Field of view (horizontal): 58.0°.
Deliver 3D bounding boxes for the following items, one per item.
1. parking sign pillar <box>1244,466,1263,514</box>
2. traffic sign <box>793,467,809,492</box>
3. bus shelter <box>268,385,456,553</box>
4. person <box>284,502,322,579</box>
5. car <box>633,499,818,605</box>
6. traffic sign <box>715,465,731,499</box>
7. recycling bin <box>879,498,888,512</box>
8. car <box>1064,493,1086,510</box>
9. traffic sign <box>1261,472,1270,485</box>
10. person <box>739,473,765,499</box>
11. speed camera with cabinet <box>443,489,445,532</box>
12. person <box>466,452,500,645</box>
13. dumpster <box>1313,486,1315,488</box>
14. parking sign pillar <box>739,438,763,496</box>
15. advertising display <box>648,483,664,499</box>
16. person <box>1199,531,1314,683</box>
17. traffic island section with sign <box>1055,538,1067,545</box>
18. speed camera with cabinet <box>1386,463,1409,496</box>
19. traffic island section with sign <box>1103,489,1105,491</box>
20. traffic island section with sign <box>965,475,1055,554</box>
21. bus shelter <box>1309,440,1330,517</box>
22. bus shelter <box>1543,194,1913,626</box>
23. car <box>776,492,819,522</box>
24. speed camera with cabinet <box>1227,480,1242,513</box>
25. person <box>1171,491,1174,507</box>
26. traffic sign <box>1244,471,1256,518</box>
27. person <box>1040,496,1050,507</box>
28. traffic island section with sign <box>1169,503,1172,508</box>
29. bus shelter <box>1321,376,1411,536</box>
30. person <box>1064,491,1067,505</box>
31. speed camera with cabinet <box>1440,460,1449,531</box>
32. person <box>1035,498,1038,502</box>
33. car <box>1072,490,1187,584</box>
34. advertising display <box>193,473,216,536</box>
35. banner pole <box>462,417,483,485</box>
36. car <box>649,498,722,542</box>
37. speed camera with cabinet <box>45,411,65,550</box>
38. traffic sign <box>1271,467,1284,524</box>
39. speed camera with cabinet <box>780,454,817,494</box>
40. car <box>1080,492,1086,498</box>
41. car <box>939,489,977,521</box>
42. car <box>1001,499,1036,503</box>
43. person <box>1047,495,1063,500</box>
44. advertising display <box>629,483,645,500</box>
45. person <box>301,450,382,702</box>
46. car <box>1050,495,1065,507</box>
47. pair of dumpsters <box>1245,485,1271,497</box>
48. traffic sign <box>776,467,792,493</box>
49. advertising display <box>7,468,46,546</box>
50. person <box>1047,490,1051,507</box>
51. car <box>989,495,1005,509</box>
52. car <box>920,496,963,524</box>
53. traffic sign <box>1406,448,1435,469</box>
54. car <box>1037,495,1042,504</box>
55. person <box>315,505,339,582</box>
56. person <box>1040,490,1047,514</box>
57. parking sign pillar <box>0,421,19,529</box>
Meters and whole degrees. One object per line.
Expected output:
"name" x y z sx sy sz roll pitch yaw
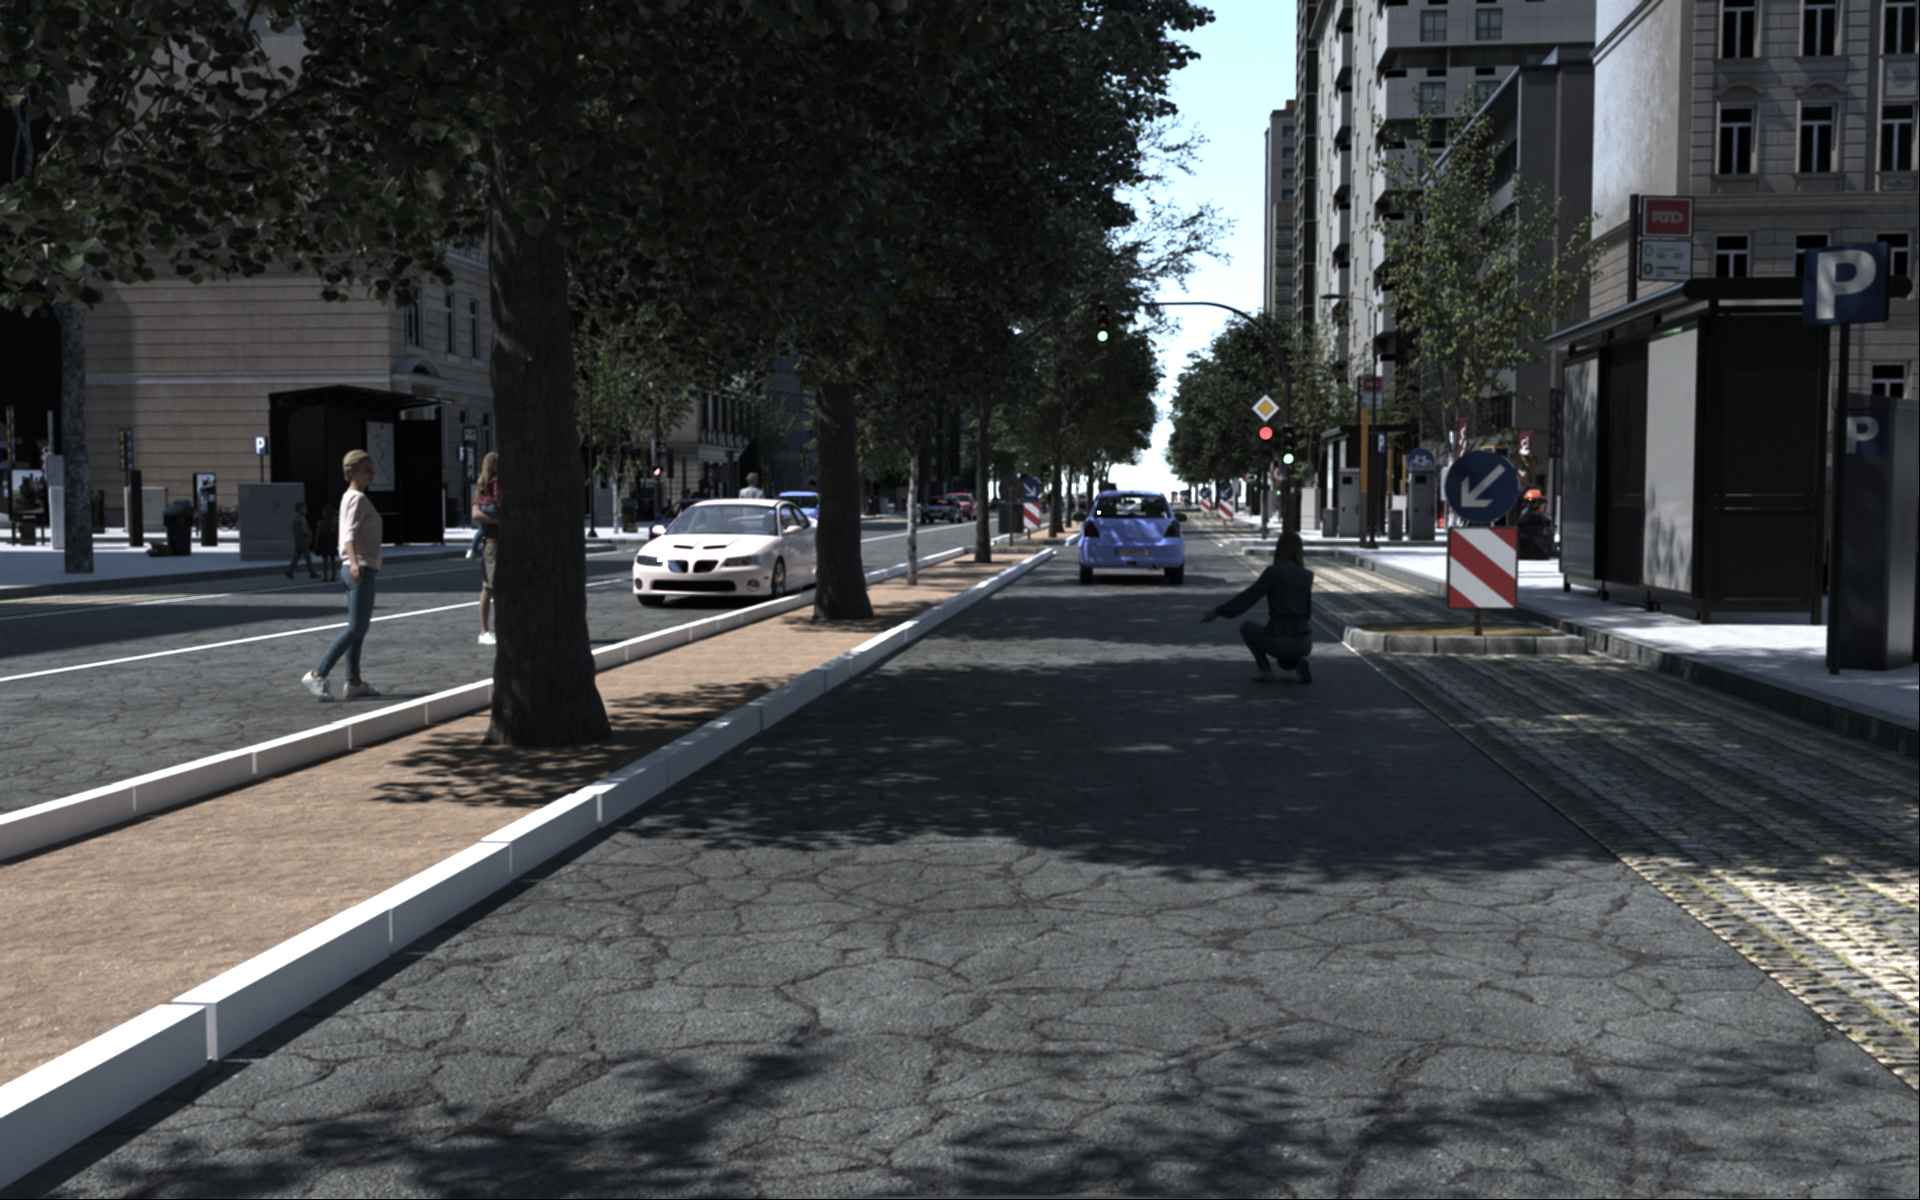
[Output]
"parking sign pillar" 19.446 -7.684 114.100 1.447 3.967 1.447 -2 4 -34
"traffic sign" -7.403 -4.924 80.615 0.768 2.556 0.104 0 4 8
"bus shelter" -13.803 -3.007 40.447 1.731 3.624 6.357 0 4 7
"person" -11.123 -1.007 29.235 0.475 1.303 0.640 2 4 35
"car" -3.054 -0.700 23.802 2.083 1.381 4.827 0 4 7
"traffic sign" -10.503 -4.677 76.582 0.768 2.556 0.104 1 4 14
"recycling bin" -5.544 -6.713 122.316 0.722 1.027 0.722 3 5 43
"car" 10.295 -8.797 152.871 2.155 1.783 4.494 0 4 4
"traffic sign" 14.087 -4.778 80.253 0.606 2.300 0.079 1 4 11
"person" -3.930 -1.507 33.013 0.514 1.842 0.818 -2 4 -24
"speed camera with cabinet" -17.883 -3.836 57.052 0.660 3.252 2.038 2 4 24
"person" -4.426 -0.495 16.568 0.573 1.828 0.580 -1 4 -11
"dumpster" 17.808 -4.959 83.575 1.502 2.255 1.985 0 4 6
"parking sign pillar" -10.072 -5.804 83.366 1.447 3.967 1.447 3 5 44
"advertising display" -17.876 -5.912 101.870 0.974 1.923 0.123 -1 4 -11
"person" 2.359 0.041 13.322 1.012 1.151 0.738 -1 4 -11
"traffic island section with sign" 2.018 -2.517 49.286 2.006 1.907 1.989 0 4 6
"speed camera with cabinet" 26.473 -6.799 105.495 2.038 3.252 0.660 1 4 12
"traffic island section with sign" 10.348 -7.084 123.963 2.006 1.907 1.989 0 4 6
"traffic island section with sign" 1.186 -2.067 41.925 2.006 1.907 1.989 0 4 6
"bus shelter" 16.571 -5.243 77.006 1.731 3.624 6.357 0 4 6
"bus shelter" 8.533 -2.652 20.996 2.179 5.291 8.768 0 4 6
"car" -5.264 -2.845 56.099 1.945 1.707 3.694 0 4 5
"speed camera with cabinet" 18.522 -7.494 116.866 0.660 3.252 2.038 1 4 21
"person" 22.966 -10.871 186.944 0.721 1.736 1.217 1 4 11
"traffic sign" 15.845 -5.763 94.333 0.768 2.556 0.104 1 4 15
"person" 9.306 -11.044 189.772 1.217 1.736 0.721 -2 4 -30
"traffic island section with sign" 22.325 -10.153 174.625 1.989 1.847 2.006 0 4 6
"bus shelter" 13.031 -4.829 56.589 2.179 5.291 8.768 0 4 6
"person" 14.175 -13.543 229.798 0.709 1.838 0.599 0 4 5
"speed camera with cabinet" 17.322 -3.948 58.882 0.660 3.252 2.038 -2 4 -35
"person" 6.641 -8.555 151.632 0.557 1.426 1.065 1 4 17
"car" 2.843 -1.185 28.968 1.945 1.707 3.694 0 4 4
"advertising display" -23.008 -2.910 52.785 0.123 1.923 0.974 1 4 11
"banner pole" -15.622 -4.026 55.839 0.863 3.779 0.401 -3 5 -41
"car" -5.963 -1.679 40.038 1.945 1.354 3.894 0 4 6
"speed camera with cabinet" -21.137 -2.841 40.786 0.660 3.252 2.038 -2 4 -29
"traffic sign" 13.839 -4.573 74.880 0.768 2.556 0.104 1 4 13
"speed camera with cabinet" -7.968 -5.577 85.516 0.660 3.252 2.038 3 5 41
"car" 18.782 -15.335 259.400 2.281 1.827 5.304 0 4 6
"car" -0.090 -5.261 95.056 2.155 1.783 4.494 0 4 6
"car" 3.253 -4.995 93.667 2.014 1.417 4.499 1 4 8
"person" 7.678 -8.030 139.819 1.348 1.821 0.705 0 4 6
"advertising display" -18.965 -5.912 101.870 0.974 1.923 0.123 1 4 12
"person" -4.294 -0.177 12.071 0.598 1.740 0.731 -3 4 -38
"car" 11.033 -11.349 197.555 2.014 1.417 4.499 0 4 5
"pair of dumpsters" 20.455 -7.109 118.729 1.574 2.255 4.437 0 4 7
"traffic sign" -8.441 -5.066 82.940 0.768 2.556 0.104 1 4 15
"advertising display" -23.284 -2.325 43.229 0.123 1.923 0.974 1 4 22
"person" 9.954 -11.200 191.254 1.348 1.869 0.705 -1 4 -12
"car" 3.758 -9.138 161.982 1.945 1.354 3.894 0 4 6
"car" -0.903 -4.460 85.507 1.945 1.354 3.894 0 4 8
"traffic sign" 12.740 -2.927 47.971 0.768 2.556 0.104 0 4 8
"car" 9.742 -12.399 215.304 1.945 1.354 3.894 0 4 7
"person" -10.329 -0.921 28.221 0.362 1.253 0.373 -3 5 -41
"person" 5.998 -7.068 123.972 0.656 1.842 0.836 2 4 26
"parking sign pillar" -34.941 -4.605 63.771 1.447 3.967 1.447 1 4 19
